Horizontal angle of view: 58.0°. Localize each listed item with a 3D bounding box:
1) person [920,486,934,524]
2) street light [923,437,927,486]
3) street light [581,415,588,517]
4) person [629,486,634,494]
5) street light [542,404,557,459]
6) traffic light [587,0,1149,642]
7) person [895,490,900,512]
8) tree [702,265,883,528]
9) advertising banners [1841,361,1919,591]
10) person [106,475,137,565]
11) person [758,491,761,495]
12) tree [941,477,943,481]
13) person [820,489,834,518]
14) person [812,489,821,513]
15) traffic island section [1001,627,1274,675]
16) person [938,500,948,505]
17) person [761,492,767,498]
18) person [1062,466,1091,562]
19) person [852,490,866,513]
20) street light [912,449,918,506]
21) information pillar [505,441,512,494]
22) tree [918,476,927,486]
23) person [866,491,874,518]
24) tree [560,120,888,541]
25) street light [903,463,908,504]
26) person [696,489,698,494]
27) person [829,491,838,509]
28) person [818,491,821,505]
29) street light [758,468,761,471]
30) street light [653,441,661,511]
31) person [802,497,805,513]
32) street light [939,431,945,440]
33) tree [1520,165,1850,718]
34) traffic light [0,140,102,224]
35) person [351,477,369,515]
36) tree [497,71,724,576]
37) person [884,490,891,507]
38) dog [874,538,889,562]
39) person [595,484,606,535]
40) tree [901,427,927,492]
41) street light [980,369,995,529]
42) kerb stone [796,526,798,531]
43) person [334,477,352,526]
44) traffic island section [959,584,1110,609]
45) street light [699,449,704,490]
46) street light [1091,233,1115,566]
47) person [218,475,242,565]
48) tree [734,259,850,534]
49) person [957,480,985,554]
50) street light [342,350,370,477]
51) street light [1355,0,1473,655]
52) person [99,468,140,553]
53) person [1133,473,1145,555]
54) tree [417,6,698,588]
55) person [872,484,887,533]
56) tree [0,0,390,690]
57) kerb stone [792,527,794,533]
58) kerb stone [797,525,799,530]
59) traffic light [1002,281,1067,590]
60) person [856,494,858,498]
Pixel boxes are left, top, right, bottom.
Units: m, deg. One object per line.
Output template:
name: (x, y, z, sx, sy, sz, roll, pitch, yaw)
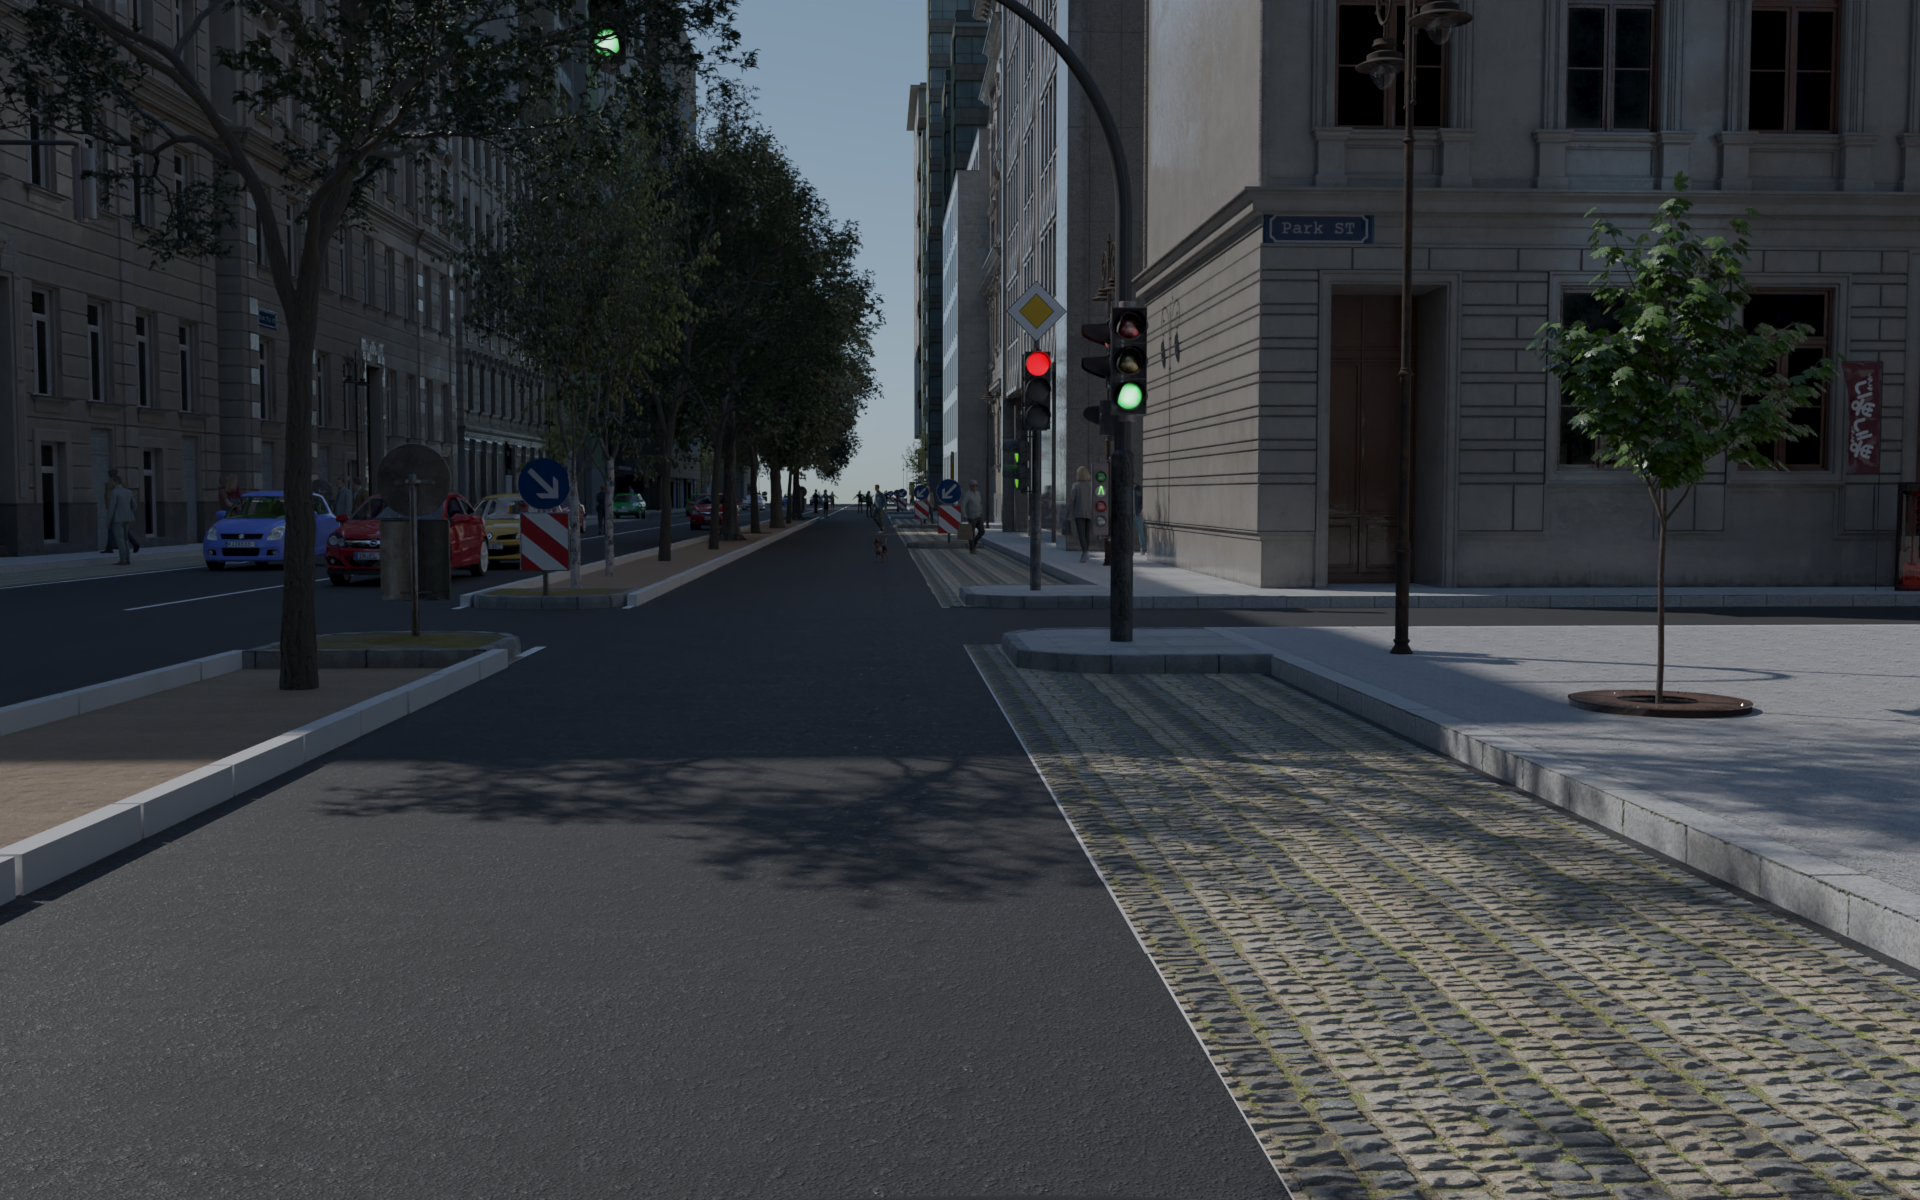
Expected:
person: (-1.388, -4.121, 76.283, 0.661, 1.777, 0.834, -2, 4, -30)
street light: (-2.789, -10.268, 140.665, 0.468, 5.910, 1.993, 0, 4, -3)
street light: (-21.407, -7.706, 98.781, 0.468, 5.910, 1.993, 0, 4, -3)
person: (-22.122, -6.721, 115.806, 0.599, 1.838, 0.709, -2, 4, -24)
street light: (-21.034, -7.099, 88.850, 0.468, 5.910, 1.993, 0, 4, -3)
traffic light: (-0.704, -2.453, 14.782, 4.771, 5.953, 1.251, 0, 4, -3)
person: (-4.419, -7.137, 125.910, 0.721, 1.743, 1.217, -1, 4, -18)
tree: (-7.663, -9.979, 72.268, 9.857, 13.997, 8.962, 0, 3, 0)
advertising banners: (12.620, -1.625, 22.759, 2.074, 3.025, 0.090, 0, 4, 6)
person: (-16.838, -1.600, 34.752, 0.391, 1.810, 0.635, 0, 4, 6)
person: (-29.536, -15.148, 254.153, 0.683, 1.767, 0.568, -1, 4, -9)
tree: (-0.154, -6.454, 100.131, 1.663, 3.219, 1.824, 0, 3, 0)
person: (-8.119, -5.890, 105.596, 0.721, 1.735, 1.217, 3, 4, 36)
person: (-10.727, -7.382, 129.334, 0.705, 1.807, 1.348, -2, 4, -32)
traffic island section: (1.422, 0.437, 15.142, 2.009, 0.180, 2.903, 0, 4, -3)
person: (-0.634, -3.574, 67.281, 0.374, 1.781, 0.599, 2, 4, 25)
person: (-25.982, -13.430, 228.764, 1.217, 1.739, 0.721, 3, 5, 40)
person: (2.248, -1.608, 32.519, 0.709, 1.800, 0.728, -1, 4, -15)
person: (-7.559, -7.453, 131.176, 1.217, 1.723, 0.721, 0, 4, -8)
street light: (-4.400, -12.313, 174.100, 0.468, 5.910, 1.993, 0, 4, -3)
information pillar: (-19.866, -5.190, 76.206, 0.183, 3.616, 0.504, 1, 4, 10)
tree: (-3.503, -11.426, 181.410, 1.663, 3.219, 1.824, 0, 3, 0)
person: (-5.498, -5.858, 105.741, 0.593, 1.643, 0.415, 1, 4, 13)
tree: (-7.008, -8.136, 52.490, 9.611, 12.733, 9.660, 0, 3, 0)
street light: (-6.857, -15.368, 224.046, 0.468, 5.910, 1.993, 0, 4, -3)
person: (-26.032, -10.087, 170.972, 1.348, 1.822, 0.705, 3, 5, 39)
person: (-12.163, -9.565, 165.625, 1.217, 1.736, 0.721, -2, 4, -32)
person: (-19.204, -13.910, 235.933, 1.348, 1.823, 0.705, 1, 4, 13)
street light: (-28.968, -16.926, 249.532, 0.468, 5.910, 1.993, 0, 4, -3)
street light: (-23.077, -9.744, 132.102, 0.468, 5.910, 1.993, 0, 4, -3)
person: (-11.958, -7.406, 130.138, 0.990, 1.755, 0.434, 3, 4, 36)
street light: (-1.027, -8.233, 107.401, 0.468, 5.910, 1.993, 0, 4, -3)
tree: (4.327, -0.958, 10.262, 1.663, 3.219, 1.824, 0, 3, 0)
traffic light: (-13.567, -2.914, 22.307, 4.771, 5.953, 1.251, 0, 4, -3)
person: (-14.139, -1.981, 40.804, 0.656, 1.842, 0.836, 0, 4, 5)
tree: (-6.120, -4.720, 29.985, 4.737, 8.622, 4.395, 0, 3, 0)
person: (-8.206, -11.259, 192.223, 1.348, 1.869, 0.705, 1, 4, 20)
dog: (-1.654, -1.056, 36.558, 0.406, 0.507, 0.540, -1, 4, -19)
person: (-12.610, -3.204, 61.311, 0.576, 1.772, 0.534, -1, 4, -17)
tree: (-4.135, -14.418, 186.100, 4.737, 8.622, 4.395, 0, 3, 0)
street light: (1.019, -5.588, 64.151, 0.468, 5.910, 1.993, 0, 4, -3)
kerb stone: (-6.329, -2.654, 65.588, 0.120, 0.150, 1.000, 0, 4, -3)
person: (-13.945, -1.867, 39.123, 0.635, 1.810, 0.391, 3, 5, 39)
traffic island section: (1.029, -0.051, 23.117, 2.009, 0.180, 2.903, 0, 4, -3)
street light: (-24.686, -11.779, 165.373, 0.468, 5.910, 1.993, 0, 4, -3)
street light: (2.647, -3.553, 30.881, 0.468, 5.910, 1.993, 0, 4, -3)
person: (-14.895, -1.642, 35.325, 0.580, 1.828, 0.573, 1, 4, 15)
tree: (-7.511, -8.205, 62.361, 9.928, 11.665, 9.643, 0, 3, 0)
person: (0.237, -1.963, 41.077, 0.515, 1.767, 0.782, 3, 5, 41)
street light: (-19.342, -5.064, 55.583, 0.468, 5.910, 1.993, 0, 4, -3)
street light: (3.547, -2.505, 13.741, 0.468, 5.910, 1.993, 0, 4, -3)
person: (-18.249, -1.936, 37.604, 0.836, 1.842, 0.656, 0, 4, -4)
person: (3.632, -1.832, 36.345, 0.623, 1.781, 0.721, 1, 4, 9)
tree: (-5.709, -4.437, 25.360, 4.360, 8.622, 3.978, 0, 3, 0)
person: (-2.923, -3.316, 63.059, 0.444, 1.785, 0.601, -2, 4, -34)
tree: (-4.848, -4.596, 12.020, 8.767, 10.594, 7.601, 0, 4, -3)
kerb stone: (-6.172, -2.466, 62.516, 0.120, 0.150, 1.000, 0, 4, -3)
kerb stone: (-6.376, -2.716, 66.609, 0.120, 0.150, 1.000, 0, 4, -3)
traffic light: (0.989, -2.084, 23.001, 0.839, 4.253, 0.868, 0, 4, -3)
person: (-13.090, -12.957, 223.533, 0.628, 1.438, 0.799, 2, 4, 32)
